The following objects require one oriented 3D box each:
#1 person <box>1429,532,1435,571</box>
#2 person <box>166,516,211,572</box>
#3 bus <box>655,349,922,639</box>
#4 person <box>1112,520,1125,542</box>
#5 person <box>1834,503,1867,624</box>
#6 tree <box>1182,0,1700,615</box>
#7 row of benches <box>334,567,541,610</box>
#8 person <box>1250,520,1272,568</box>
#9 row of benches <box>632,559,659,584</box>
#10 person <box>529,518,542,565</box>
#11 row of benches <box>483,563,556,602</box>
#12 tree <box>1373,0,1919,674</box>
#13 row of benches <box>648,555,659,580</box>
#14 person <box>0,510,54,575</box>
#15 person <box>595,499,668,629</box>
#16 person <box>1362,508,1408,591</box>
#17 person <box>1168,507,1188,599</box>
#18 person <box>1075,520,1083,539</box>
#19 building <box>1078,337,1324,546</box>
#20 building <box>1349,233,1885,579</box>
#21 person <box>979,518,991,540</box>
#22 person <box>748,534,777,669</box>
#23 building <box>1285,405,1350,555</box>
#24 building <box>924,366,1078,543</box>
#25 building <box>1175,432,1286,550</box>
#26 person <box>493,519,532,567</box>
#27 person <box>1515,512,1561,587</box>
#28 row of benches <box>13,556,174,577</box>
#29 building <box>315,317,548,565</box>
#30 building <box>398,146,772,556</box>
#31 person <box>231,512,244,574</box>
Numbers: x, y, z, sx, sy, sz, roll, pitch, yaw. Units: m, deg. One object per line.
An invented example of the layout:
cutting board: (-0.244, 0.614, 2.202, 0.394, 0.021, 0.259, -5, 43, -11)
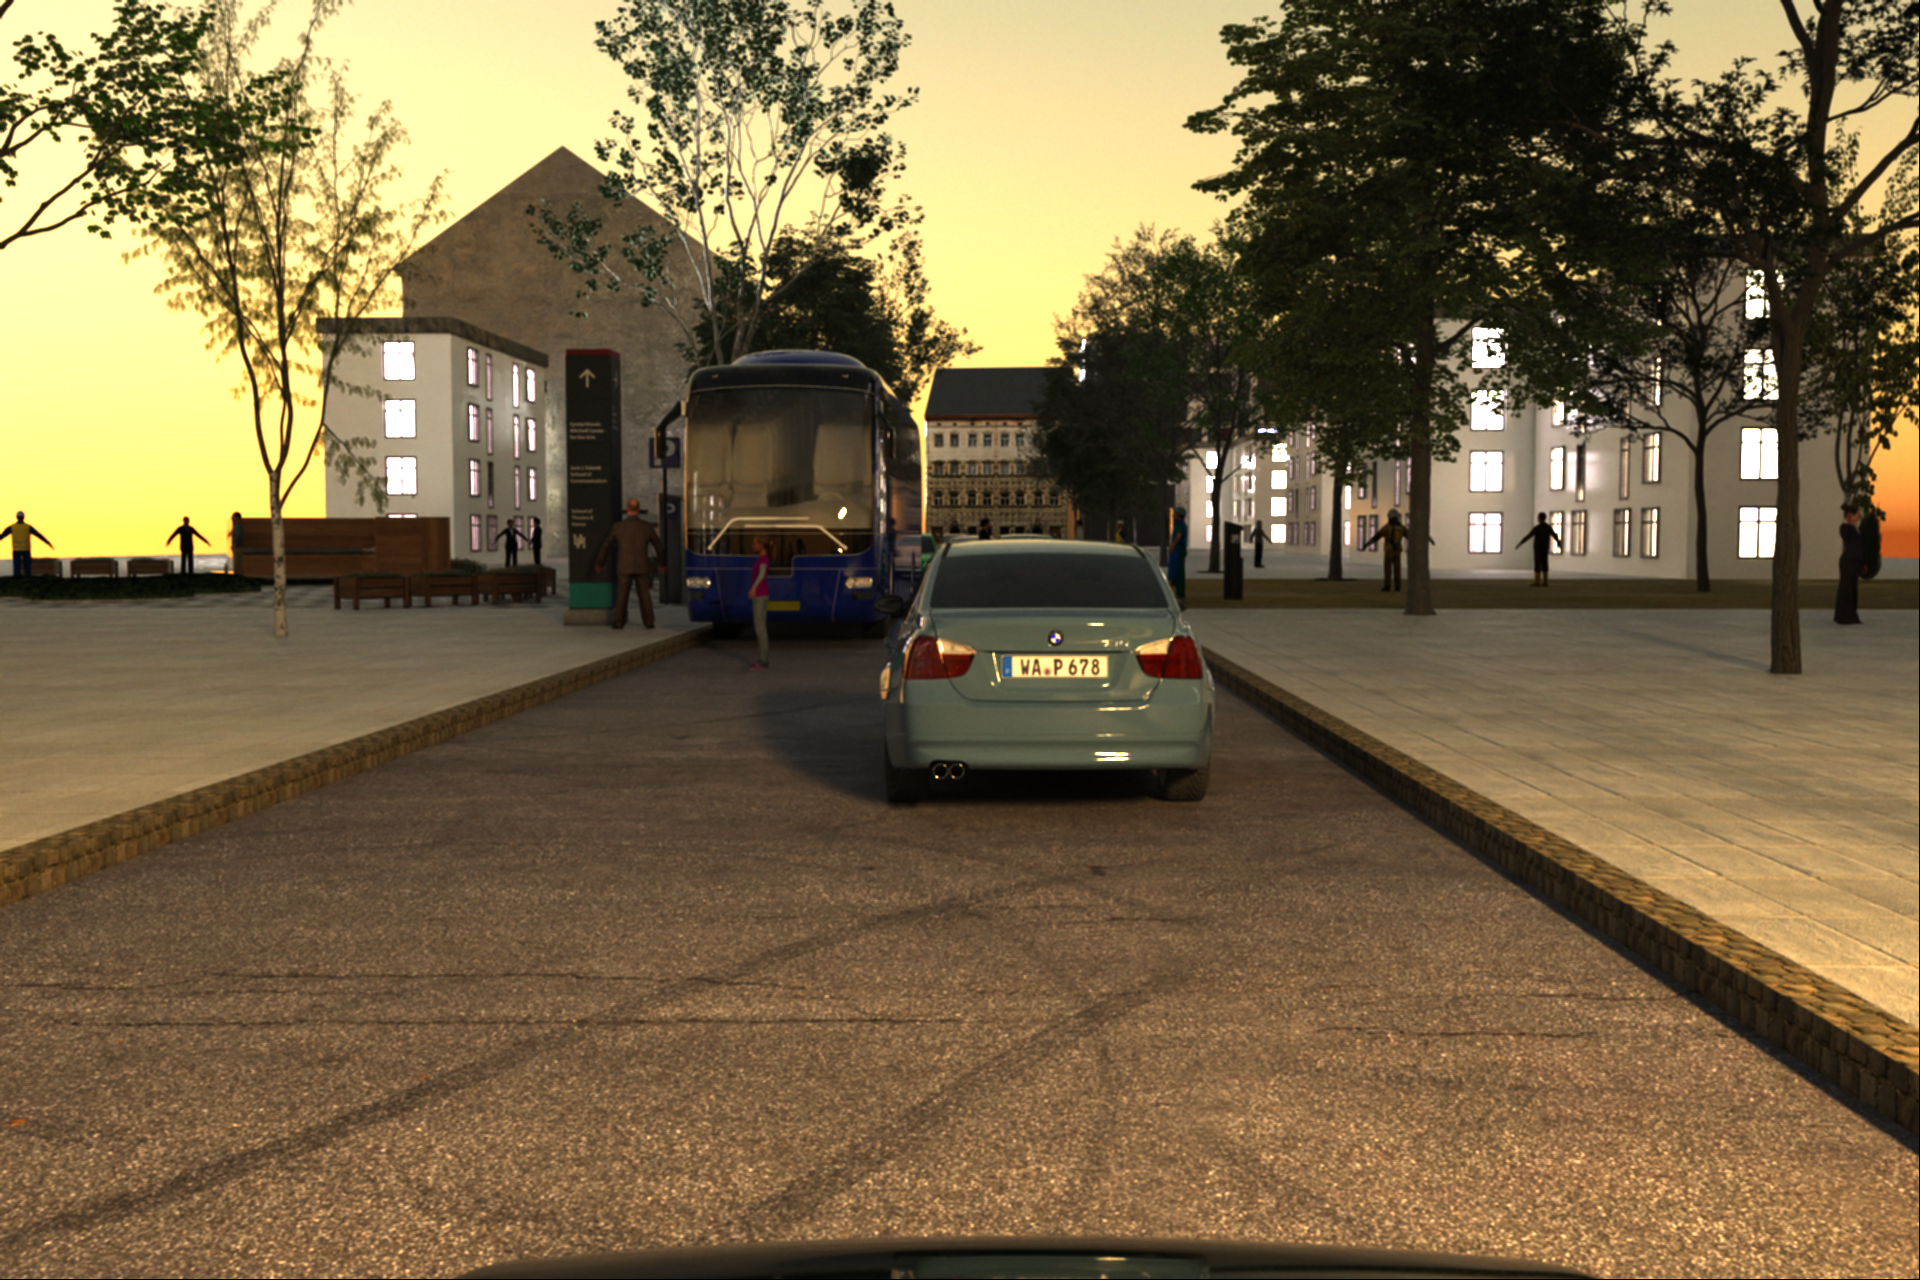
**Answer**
person: (16.057, -3.308, 59.862, 0.705, 1.856, 1.354, 0, 4, -6)
person: (-22.888, -2.758, 51.310, 0.704, 1.802, 1.346, 3, 4, 39)
bus: (-2.106, -2.162, 26.889, 2.896, 3.916, 12.251, 0, 4, 1)
person: (5.600, -3.376, 61.668, 0.721, 1.772, 1.216, -1, 4, -13)
person: (12.664, -1.082, 24.530, 0.445, 1.727, 0.742, 1, 4, 16)
tree: (7.343, -6.644, 26.756, 7.486, 12.596, 7.792, 0, 3, 0)
row of benches: (-9.338, -0.948, 30.959, 1.422, 0.672, 4.104, 3, 4, 37)
person: (11.494, -3.690, 66.456, 0.705, 1.813, 1.348, -2, 4, -25)
row of benches: (-7.750, -1.759, 44.218, 4.104, 0.672, 1.422, -2, 4, -32)
person: (-13.933, -3.102, 56.908, 0.705, 1.806, 1.347, 0, 4, -3)
row of benches: (-8.803, -1.186, 34.862, 1.422, 0.672, 4.104, 0, 4, -2)
tree: (7.278, -4.966, 15.602, 7.601, 10.594, 8.767, -1, 4, -12)
row of benches: (-8.275, -2.037, 48.764, 1.422, 0.672, 4.104, -1, 4, -21)
person: (-22.012, -2.120, 40.627, 1.349, 1.833, 0.705, -2, 4, -25)
person: (-4.457, -1.033, 23.492, 0.990, 1.755, 0.434, -1, 4, -15)
person: (9.727, -2.031, 38.972, 1.354, 1.858, 0.705, -1, 4, -9)
person: (4.268, -1.703, 33.963, 0.704, 1.817, 1.347, 1, 4, 13)
person: (4.511, -3.668, 66.164, 0.705, 1.806, 1.347, 0, 4, 4)
building: (27.231, -21.521, 195.845, 27.936, 21.610, 32.646, 0, 4, 1)
building: (21.438, -7.366, 62.584, 9.099, 9.664, 28.070, 0, 4, 1)
person: (0.640, -2.012, 41.533, 0.705, 1.806, 1.347, 0, 4, 7)
person: (-2.183, -0.411, 18.443, 0.599, 1.433, 0.991, 0, 4, -5)
building: (26.748, -10.070, 106.794, 9.099, 9.664, 28.070, 0, 4, 1)
building: (5.798, -24.072, 226.965, 18.063, 23.208, 19.493, 0, 4, 8)
building: (25.286, -13.126, 156.755, 9.099, 9.664, 28.070, 0, 4, 1)
person: (-13.853, -2.864, 53.547, 1.216, 1.740, 0.721, -2, 4, -30)
person: (14.232, -2.221, 42.459, 1.346, 1.812, 0.704, -1, 4, -21)
row of benches: (-23.876, -1.966, 47.602, 4.104, 0.672, 1.422, -1, 4, -11)
building: (-23.802, -8.509, 81.275, 9.099, 9.664, 28.070, 0, 4, 1)
building: (-22.436, -16.924, 107.635, 19.493, 23.208, 18.063, 0, 4, 0)
person: (-16.771, -2.072, 40.147, 0.705, 1.796, 1.348, -1, 4, -22)
